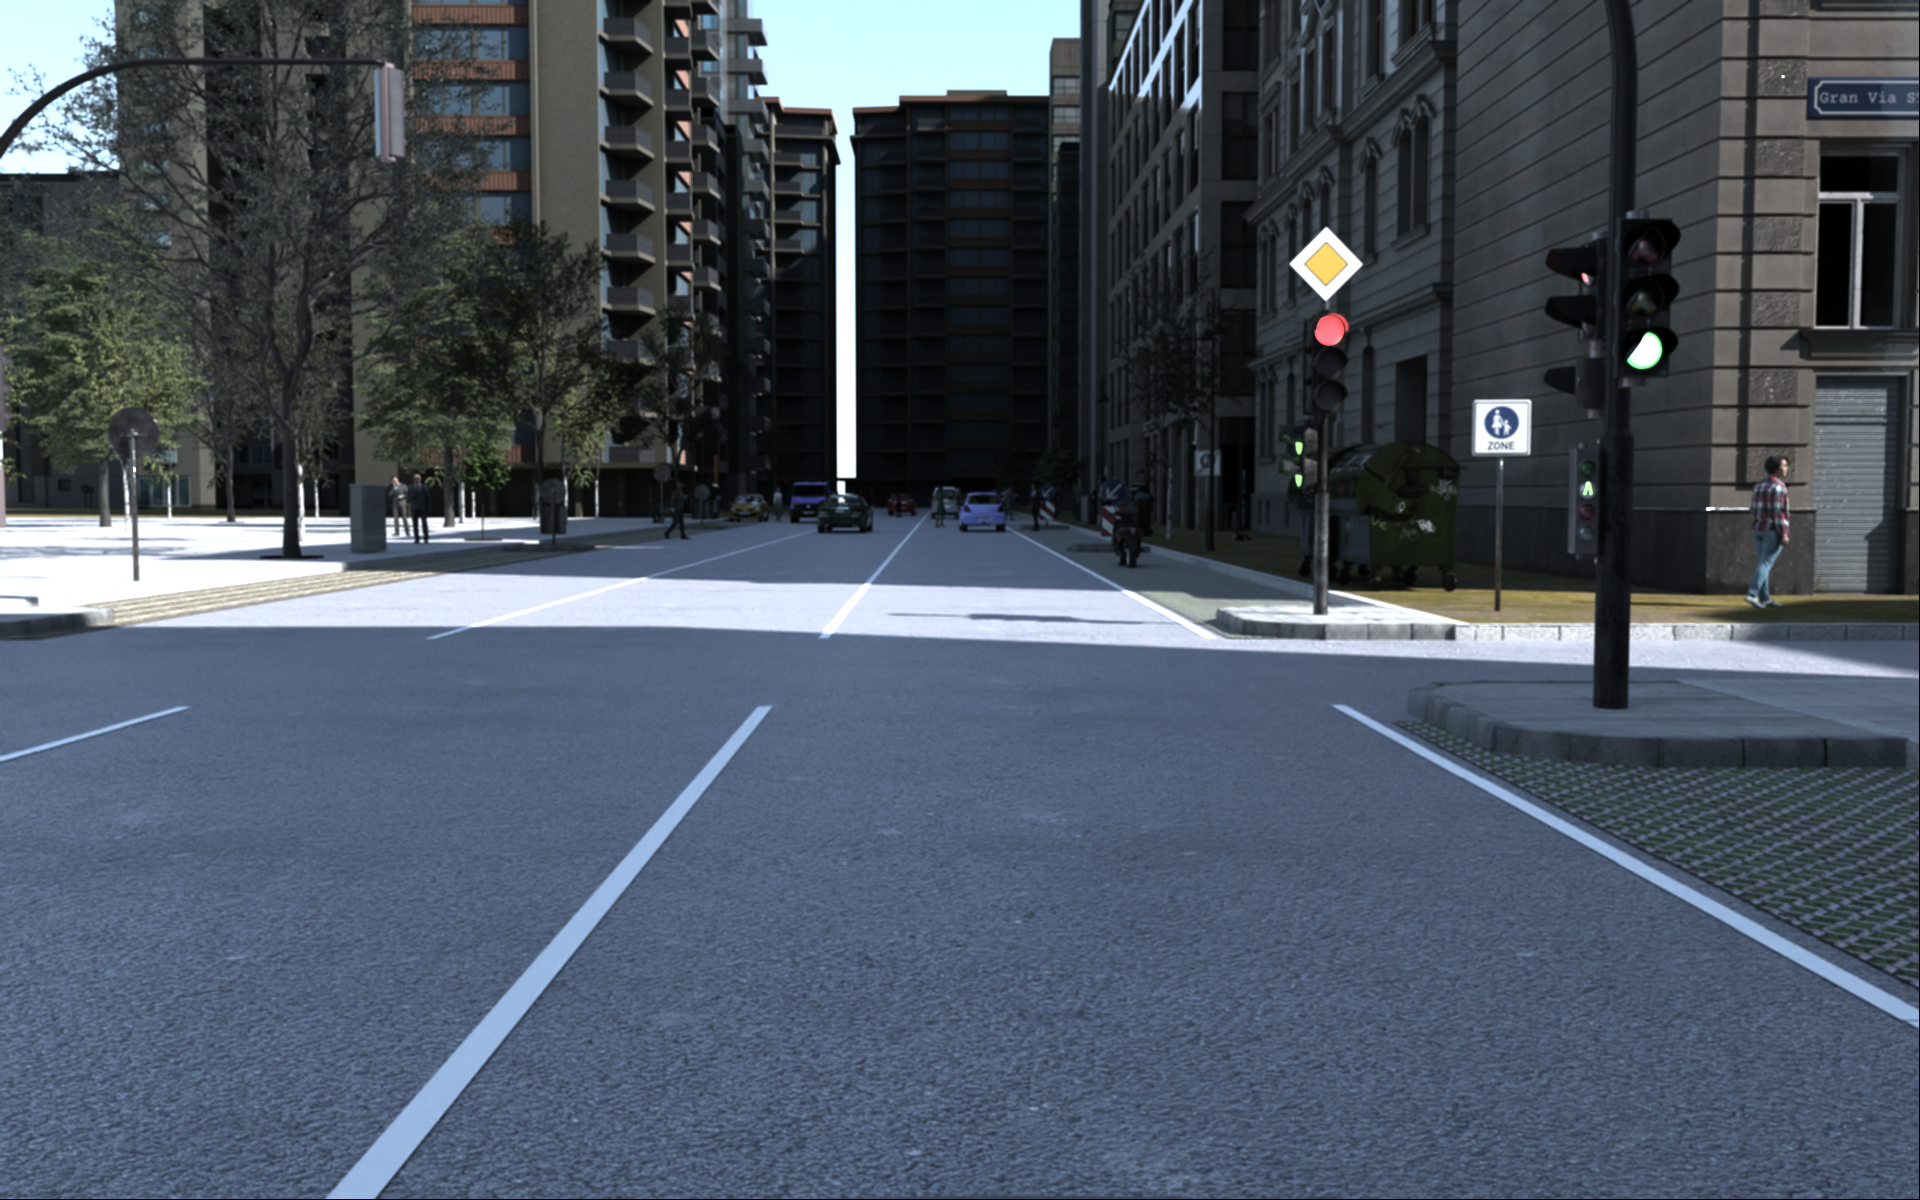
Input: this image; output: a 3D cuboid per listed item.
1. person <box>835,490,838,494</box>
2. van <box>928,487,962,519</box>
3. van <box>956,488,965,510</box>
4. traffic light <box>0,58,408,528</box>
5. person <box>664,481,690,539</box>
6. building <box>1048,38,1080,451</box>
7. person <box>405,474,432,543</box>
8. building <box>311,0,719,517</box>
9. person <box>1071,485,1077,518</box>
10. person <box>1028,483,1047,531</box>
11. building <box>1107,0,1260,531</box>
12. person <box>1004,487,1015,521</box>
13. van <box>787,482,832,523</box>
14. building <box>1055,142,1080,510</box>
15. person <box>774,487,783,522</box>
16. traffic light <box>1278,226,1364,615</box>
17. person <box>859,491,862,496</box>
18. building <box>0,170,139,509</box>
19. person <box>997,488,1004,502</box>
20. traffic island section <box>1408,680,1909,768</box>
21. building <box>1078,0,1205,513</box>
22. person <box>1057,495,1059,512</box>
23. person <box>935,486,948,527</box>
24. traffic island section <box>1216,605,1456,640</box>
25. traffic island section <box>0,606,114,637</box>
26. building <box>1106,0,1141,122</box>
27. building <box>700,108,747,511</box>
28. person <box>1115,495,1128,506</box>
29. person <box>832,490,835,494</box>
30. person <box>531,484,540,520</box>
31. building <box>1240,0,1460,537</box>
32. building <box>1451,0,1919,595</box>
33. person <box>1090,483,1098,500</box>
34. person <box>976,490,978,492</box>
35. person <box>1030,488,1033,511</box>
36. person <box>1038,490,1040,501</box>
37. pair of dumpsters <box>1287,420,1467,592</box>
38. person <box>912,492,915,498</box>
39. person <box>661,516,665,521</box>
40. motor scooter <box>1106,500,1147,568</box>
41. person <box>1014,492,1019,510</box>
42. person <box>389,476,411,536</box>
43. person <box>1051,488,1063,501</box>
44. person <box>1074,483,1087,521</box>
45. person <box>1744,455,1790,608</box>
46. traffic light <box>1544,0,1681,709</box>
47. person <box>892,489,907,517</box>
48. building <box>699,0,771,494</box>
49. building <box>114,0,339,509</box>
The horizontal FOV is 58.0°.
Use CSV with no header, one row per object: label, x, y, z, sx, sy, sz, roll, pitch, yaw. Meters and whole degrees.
person,-9.420,-7.453,131.071,0.721,1.735,1.217,-2,4,-29
van,-0.857,-5.728,100.661,2.013,2.044,4.112,0,4,-1
van,-0.619,-7.381,127.688,2.013,2.044,4.112,0,4,0
traffic light,-8.250,-2.665,18.233,4.771,5.953,1.251,0,4,-1
person,-8.984,-2.848,54.974,0.836,1.842,0.656,-1,4,-10
building,15.057,-29.094,159.273,14.154,41.232,14.086,0,4,-1
person,-14.094,-2.378,45.092,0.661,1.801,0.590,-1,4,-15
building,-26.858,-27.672,107.063,22.147,44.769,28.867,0,4,-1
person,6.251,-5.299,93.099,0.576,1.772,0.534,-2,4,-25
person,2.896,-3.590,66.973,0.659,1.850,0.755,2,4,35
building,17.742,-16.639,76.567,19.350,26.468,34.151,0,4,-1
person,2.647,-5.198,93.584,0.694,1.812,0.767,-1,4,-19
van,-7.518,-5.076,87.379,2.240,2.365,5.245,0,4,-2
building,14.911,-22.841,145.148,14.160,30.474,14.107,0,4,-1
person,-9.412,-4.949,89.636,0.478,1.798,0.641,-1,4,-8
traffic light,3.819,-1.798,18.321,0.839,4.253,0.868,0,4,-1
person,-9.755,-9.739,168.249,0.721,1.766,1.217,0,4,-2
building,-77.371,-23.655,158.459,14.107,30.474,14.160,0,4,-1
person,2.193,-5.256,95.158,1.217,1.743,0.721,2,4,26
traffic island section,3.931,0.724,10.451,2.009,0.180,2.903,0,4,-1
building,19.029,-35.548,123.207,21.231,58.520,28.212,0,4,-1
person,6.884,-7.198,124.462,1.217,1.736,0.721,-2,4,-29
person,-0.856,-4.057,75.071,0.529,1.795,0.600,-2,4,-27
traffic island section,3.859,0.235,18.436,2.009,0.180,2.903,0,4,-1
traffic island section,-10.381,0.243,18.314,2.009,0.180,2.903,0,4,-1
building,15.423,-20.229,102.448,14.160,30.474,14.107,0,4,-1
building,-23.909,-21.891,129.627,14.160,30.474,14.107,0,4,-1
person,7.155,-4.346,77.285,0.709,1.800,0.728,2,4,34
person,-8.247,-6.291,112.163,0.445,1.727,0.742,2,4,32
person,-20.840,-4.864,85.753,0.709,1.800,0.728,3,5,44
building,16.306,-15.917,47.631,14.401,28.519,23.554,0,4,-1
building,21.509,-14.042,26.847,25.104,27.353,12.463,0,4,-1
person,7.608,-5.482,95.308,1.348,1.869,0.705,-2,4,-29
person,1.602,-9.263,160.084,1.348,1.807,0.705,0,4,-3
person,5.494,-7.576,130.577,0.551,1.740,0.621,-1,4,-23
person,6.218,-7.853,135.236,0.445,1.727,0.742,-2,4,-32
pair of dumpsters,5.893,-1.362,24.757,1.574,2.255,4.437,0,4,-1
person,-4.266,-8.996,157.062,0.415,1.643,0.593,-2,4,-34
person,-14.027,-4.586,81.304,0.520,1.790,0.573,2,4,27
motor scooter,3.294,-1.305,34.108,0.815,1.314,1.986,0,4,-2
person,4.638,-8.154,142.593,0.421,1.427,0.697,-1,4,-10
person,-17.115,-2.878,52.910,0.655,1.846,0.447,0,4,-3
person,6.537,-7.043,121.222,1.348,1.821,0.705,0,4,-4
person,5.722,-4.629,81.903,0.661,1.801,0.590,2,4,35
person,9.124,-0.777,19.593,0.643,1.720,0.563,0,4,-3
traffic light,1.800,-2.172,10.177,4.771,5.953,1.251,0,4,-1
person,-3.753,-6.026,107.712,1.217,1.739,0.721,-3,5,-44
building,-32.591,-32.637,153.224,30.456,49.044,23.786,0,4,-1
building,-59.326,-32.451,154.269,21.600,48.544,21.300,0,4,-1
